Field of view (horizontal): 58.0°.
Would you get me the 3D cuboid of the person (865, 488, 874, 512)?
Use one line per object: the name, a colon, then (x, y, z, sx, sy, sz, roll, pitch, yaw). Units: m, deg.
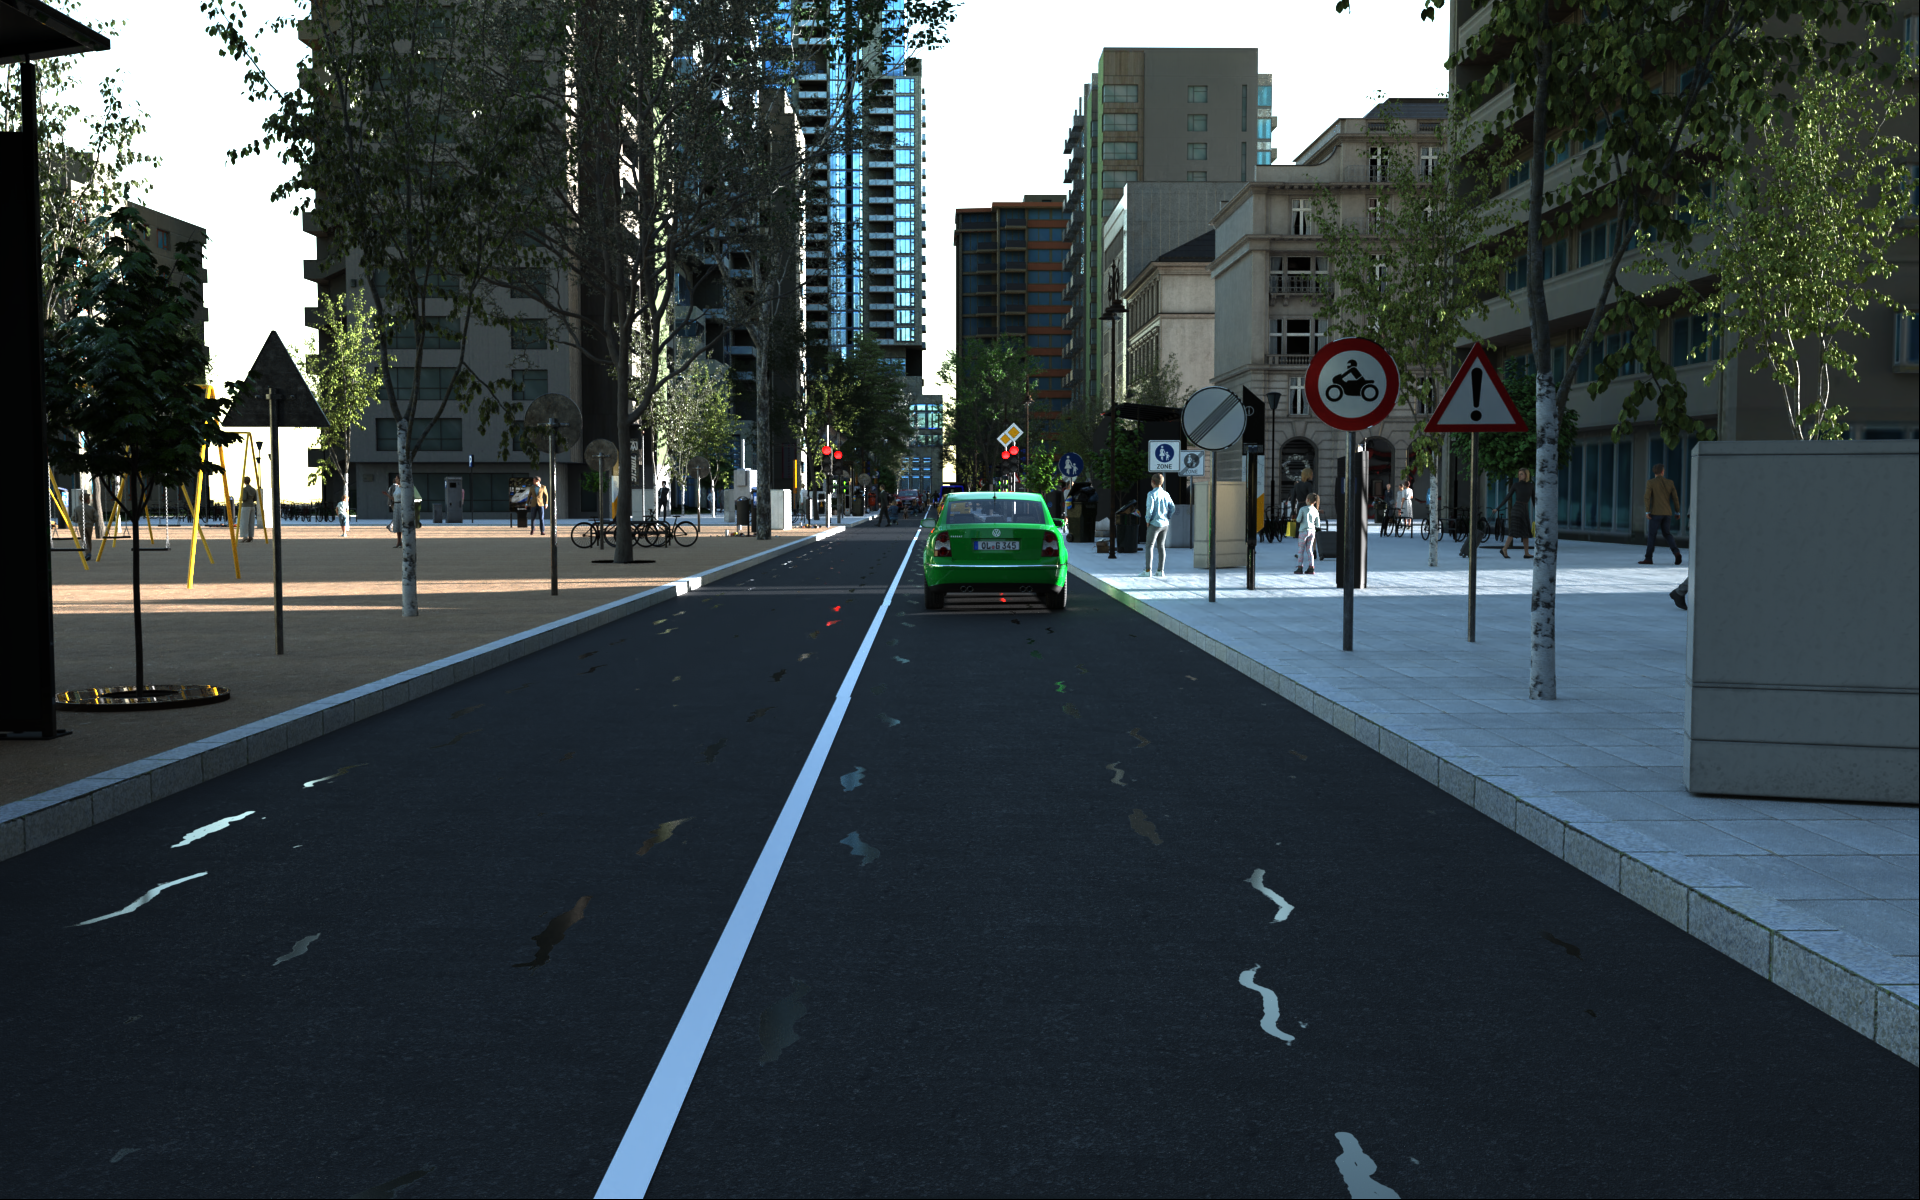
person: (-6.536, -7.202, 124.542, 0.760, 1.731, 0.466, -2, 4, -32)

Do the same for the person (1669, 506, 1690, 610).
person: (8.260, -0.786, 19.001, 0.850, 1.850, 0.679, 2, 4, 25)

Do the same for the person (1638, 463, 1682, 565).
person: (12.799, -1.565, 31.548, 0.656, 1.842, 0.836, -3, 4, -37)

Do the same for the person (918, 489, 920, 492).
person: (-3.460, -8.234, 142.996, 0.818, 1.842, 0.514, -2, 4, -34)

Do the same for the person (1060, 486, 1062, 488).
person: (5.352, -5.238, 91.883, 0.606, 1.804, 0.583, -2, 4, -34)

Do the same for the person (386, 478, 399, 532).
person: (-18.890, -3.173, 58.019, 0.679, 1.850, 0.850, 2, 4, 32)

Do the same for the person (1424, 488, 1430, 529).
person: (16.732, -3.370, 61.482, 0.601, 1.785, 0.444, -3, 5, -40)

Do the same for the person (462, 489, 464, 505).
person: (-23.049, -4.495, 79.552, 0.555, 1.821, 0.388, 0, 4, 1)

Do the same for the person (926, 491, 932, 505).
person: (-4.151, -13.181, 223.635, 1.348, 1.869, 0.705, -2, 4, -28)

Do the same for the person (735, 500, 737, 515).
person: (-13.709, -6.077, 107.220, 0.589, 1.601, 0.330, 1, 4, 16)

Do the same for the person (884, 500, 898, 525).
person: (-3.227, -4.081, 80.715, 1.012, 1.151, 0.738, -2, 4, -24)

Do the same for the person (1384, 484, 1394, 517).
person: (20.026, -4.555, 80.941, 0.576, 1.772, 0.534, 2, 4, 34)

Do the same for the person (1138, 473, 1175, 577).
person: (3.072, -1.170, 26.986, 0.589, 1.601, 0.330, -2, 4, -26)

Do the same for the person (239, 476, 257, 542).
person: (-18.991, -2.418, 46.126, 0.362, 1.759, 0.519, 1, 4, 22)

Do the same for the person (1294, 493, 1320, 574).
person: (5.549, -1.069, 27.807, 0.425, 1.301, 0.394, -3, 4, -37)

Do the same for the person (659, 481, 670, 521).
person: (-13.723, -4.552, 79.834, 0.648, 1.900, 0.474, 1, 4, 11)

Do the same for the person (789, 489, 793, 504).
person: (-17.998, -10.907, 184.000, 0.705, 1.869, 1.348, 3, 5, 41)

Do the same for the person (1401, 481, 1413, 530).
person: (16.125, -3.428, 62.659, 0.480, 1.755, 0.524, -2, 4, -25)

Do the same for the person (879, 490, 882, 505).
person: (-7.889, -10.284, 174.971, 0.721, 1.735, 1.217, 0, 4, -8)

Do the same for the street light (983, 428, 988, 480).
street light: (1.783, -8.940, 118.955, 0.468, 5.910, 1.993, 0, 4, -1)

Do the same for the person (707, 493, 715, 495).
person: (-19.351, -7.839, 134.780, 0.480, 1.755, 0.524, 3, 4, 36)

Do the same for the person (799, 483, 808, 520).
person: (-7.536, -4.747, 83.886, 0.478, 1.798, 0.641, -3, 4, -36)

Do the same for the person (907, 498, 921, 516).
person: (-2.904, -6.047, 112.868, 1.012, 1.151, 0.738, 2, 4, 26)

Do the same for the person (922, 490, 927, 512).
person: (-2.911, -7.914, 138.379, 0.515, 1.767, 0.782, 1, 4, 21)

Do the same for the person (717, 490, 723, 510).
person: (-18.694, -7.921, 135.795, 0.600, 1.795, 0.529, 0, 4, 1)

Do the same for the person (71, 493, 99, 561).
person: (-16.858, -1.410, 33.368, 0.475, 1.303, 0.640, -3, 5, -41)

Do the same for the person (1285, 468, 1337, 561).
person: (6.910, -1.695, 33.967, 0.699, 1.804, 1.509, 0, 4, -7)

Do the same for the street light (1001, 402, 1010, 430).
street light: (2.296, -6.998, 87.211, 0.468, 5.910, 1.993, 0, 4, -1)

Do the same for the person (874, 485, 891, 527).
person: (-3.414, -4.159, 76.273, 0.755, 1.850, 0.659, 1, 4, 9)

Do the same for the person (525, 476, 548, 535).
person: (-13.280, -2.957, 54.296, 0.656, 1.842, 0.836, -3, 4, -36)

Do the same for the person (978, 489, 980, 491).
person: (2.023, -10.513, 178.385, 0.568, 1.767, 0.683, -3, 5, -41)

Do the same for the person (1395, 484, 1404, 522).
person: (19.695, -4.318, 77.387, 0.466, 1.731, 0.760, 0, 4, 3)

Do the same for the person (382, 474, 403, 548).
person: (-13.409, -2.117, 41.225, 0.480, 1.755, 0.524, 3, 4, 36)

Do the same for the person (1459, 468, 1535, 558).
person: (10.856, -1.737, 34.667, 1.509, 1.804, 0.699, 2, 4, 34)

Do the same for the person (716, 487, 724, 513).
person: (-16.291, -6.871, 118.652, 0.850, 1.792, 0.678, 2, 4, 30)

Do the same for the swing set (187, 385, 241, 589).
swing set: (-11.986, -1.651, 24.621, 3.119, 2.851, 2.862, -1, 4, -10)

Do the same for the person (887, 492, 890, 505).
person: (-8.581, -12.075, 204.264, 0.445, 1.727, 0.742, 2, 4, 25)

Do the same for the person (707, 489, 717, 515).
person: (-15.208, -6.015, 106.197, 0.589, 1.601, 0.330, -2, 4, -24)

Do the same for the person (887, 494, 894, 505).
person: (-8.134, -11.771, 201.690, 0.799, 1.438, 0.628, -1, 4, -12)

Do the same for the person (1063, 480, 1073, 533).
person: (3.577, -3.039, 56.479, 0.466, 1.731, 0.760, 1, 4, 19)

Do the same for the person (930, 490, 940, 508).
person: (-2.491, -10.412, 178.878, 1.348, 1.807, 0.705, 1, 4, 21)

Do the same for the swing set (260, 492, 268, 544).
swing set: (-19.037, -2.788, 43.197, 3.119, 2.851, 2.862, 0, 4, -7)

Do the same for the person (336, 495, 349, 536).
person: (-18.695, -2.552, 52.459, 0.332, 1.250, 0.352, 2, 4, 31)

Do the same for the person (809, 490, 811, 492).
person: (-15.496, -10.620, 180.471, 0.721, 1.735, 1.217, 0, 4, 7)

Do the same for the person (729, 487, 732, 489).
person: (-17.768, -7.811, 133.997, 0.529, 1.795, 0.600, -3, 5, -44)

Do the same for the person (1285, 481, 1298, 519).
person: (15.157, -4.428, 78.222, 0.755, 1.850, 0.659, -1, 4, -18)
